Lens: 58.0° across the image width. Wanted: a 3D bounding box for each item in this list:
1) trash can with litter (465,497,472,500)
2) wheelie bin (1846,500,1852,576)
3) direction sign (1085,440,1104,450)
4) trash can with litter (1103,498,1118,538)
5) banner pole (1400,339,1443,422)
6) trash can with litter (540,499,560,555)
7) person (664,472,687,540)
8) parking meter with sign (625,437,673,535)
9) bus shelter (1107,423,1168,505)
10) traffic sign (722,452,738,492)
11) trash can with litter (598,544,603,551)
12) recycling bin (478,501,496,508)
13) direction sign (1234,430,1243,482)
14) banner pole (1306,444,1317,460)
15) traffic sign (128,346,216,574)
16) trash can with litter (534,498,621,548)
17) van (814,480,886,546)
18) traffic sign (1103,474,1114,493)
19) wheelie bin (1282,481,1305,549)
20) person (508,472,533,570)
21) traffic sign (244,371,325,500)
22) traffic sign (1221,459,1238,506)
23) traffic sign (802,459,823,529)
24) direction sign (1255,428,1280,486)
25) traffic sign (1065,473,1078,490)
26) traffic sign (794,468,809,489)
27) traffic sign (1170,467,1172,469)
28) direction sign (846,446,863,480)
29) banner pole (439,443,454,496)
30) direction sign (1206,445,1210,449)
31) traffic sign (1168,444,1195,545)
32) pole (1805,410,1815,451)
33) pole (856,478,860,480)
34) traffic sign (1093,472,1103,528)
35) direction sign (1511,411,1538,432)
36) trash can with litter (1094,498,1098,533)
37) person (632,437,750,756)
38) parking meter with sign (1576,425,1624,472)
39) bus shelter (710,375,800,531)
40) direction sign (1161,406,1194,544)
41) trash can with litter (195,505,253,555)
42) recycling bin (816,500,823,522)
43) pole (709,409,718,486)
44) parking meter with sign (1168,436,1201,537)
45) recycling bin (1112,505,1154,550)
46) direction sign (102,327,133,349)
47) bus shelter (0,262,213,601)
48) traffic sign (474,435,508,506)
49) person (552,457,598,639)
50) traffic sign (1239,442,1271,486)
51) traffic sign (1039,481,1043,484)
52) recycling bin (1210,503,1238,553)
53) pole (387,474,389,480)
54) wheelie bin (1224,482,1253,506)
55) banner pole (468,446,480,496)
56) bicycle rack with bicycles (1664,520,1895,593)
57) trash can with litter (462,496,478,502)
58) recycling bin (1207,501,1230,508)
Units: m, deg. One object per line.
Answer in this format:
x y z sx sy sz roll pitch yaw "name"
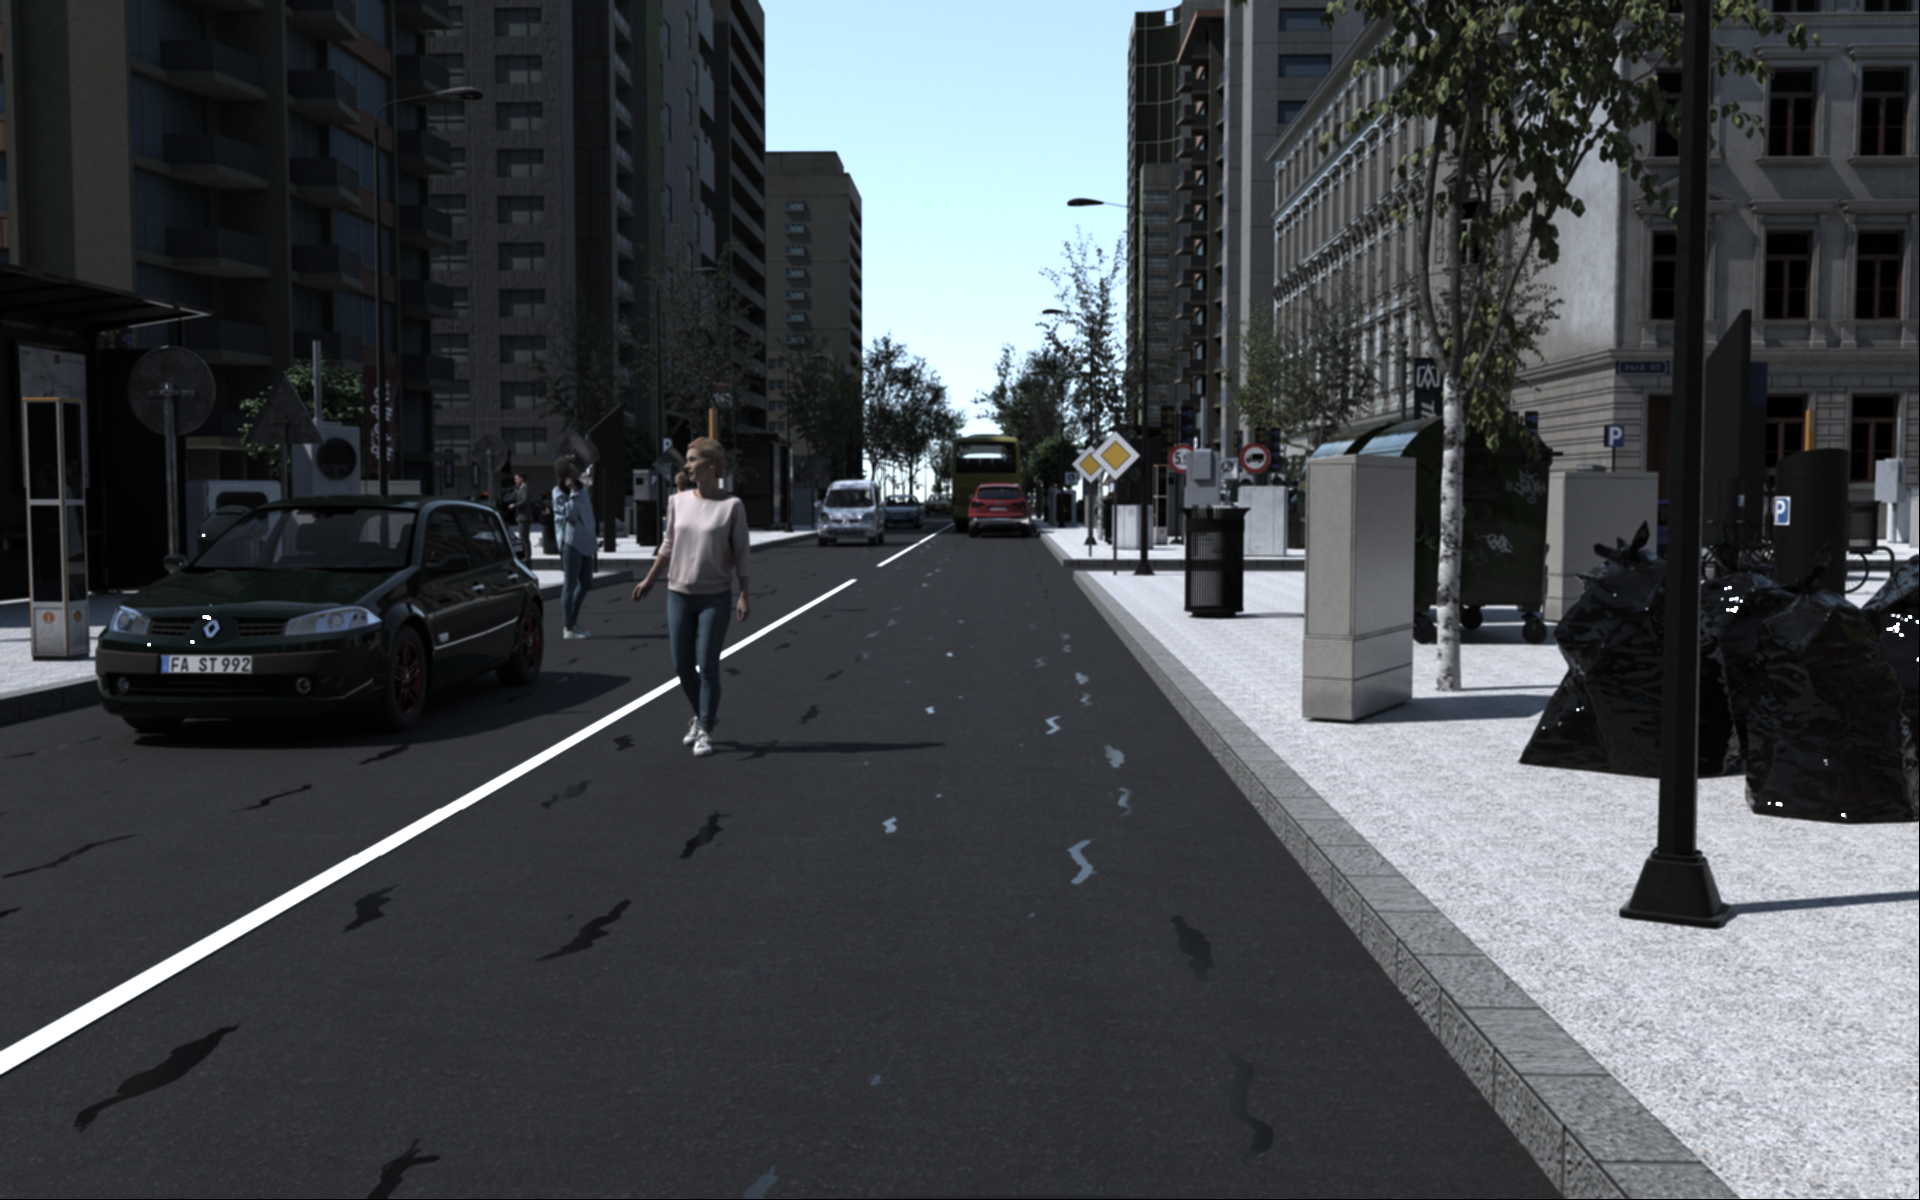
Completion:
-20.053 -3.687 71.663 0.624 1.170 1.055 3 4 37 "trash can with litter"
12.774 -1.090 25.722 0.693 1.594 0.980 0 4 6 "wheelie bin"
5.642 -4.943 72.810 0.876 3.537 0.379 -2 4 -24 "direction sign"
4.742 -2.403 50.671 1.055 1.170 0.624 2 4 24 "trash can with litter"
7.388 -2.322 27.983 0.863 3.779 0.401 0 4 3 "banner pole"
-8.380 -1.554 36.790 1.055 1.170 0.624 0 4 -1 "trash can with litter"
-3.735 -0.931 24.395 0.598 1.740 0.731 3 5 42 "person"
-9.772 -3.525 53.889 1.738 3.016 0.543 2 4 30 "parking meter with sign"
6.167 -4.213 60.169 1.731 3.624 6.357 0 4 1 "bus shelter"
-6.990 -3.144 51.508 0.768 2.556 0.104 0 4 3 "traffic sign"
-8.624 -1.688 38.989 0.624 1.170 1.055 3 5 41 "trash can with litter"
-18.077 -3.244 65.586 0.722 1.027 0.722 2 4 31 "recycling bin"
9.950 -4.281 61.985 0.379 3.537 0.876 -1 4 -9 "direction sign"
17.567 -5.906 86.588 0.401 3.779 0.863 -3 4 -37 "banner pole"
-6.798 -0.907 14.943 0.768 2.556 0.104 0 4 3 "traffic sign"
-9.457 -1.916 42.391 2.233 1.210 1.678 0 4 -7 "trash can with litter"
-3.066 -2.578 49.169 2.013 2.044 4.112 0 4 1 "van"
9.512 -6.768 110.655 0.884 2.594 0.081 0 4 7 "traffic sign"
7.868 -2.003 40.660 0.980 1.594 0.693 3 5 41 "wheelie bin"
-8.311 -1.497 32.778 0.447 1.846 0.655 -1 4 -12 "person"
-7.172 -1.124 18.384 0.884 2.594 0.081 0 4 4 "traffic sign"
7.545 -2.864 48.950 0.606 2.300 0.079 0 4 2 "traffic sign"
-5.417 -3.893 63.755 0.768 2.556 0.104 0 4 2 "traffic sign"
10.476 -4.102 59.057 0.876 3.537 0.379 -1 4 -9 "direction sign"
5.172 -4.792 80.484 0.606 2.300 0.079 0 4 4 "traffic sign"
-7.715 -5.159 84.460 0.768 2.556 0.104 0 4 7 "traffic sign"
8.571 -4.138 67.763 0.768 2.556 0.104 1 4 11 "traffic sign"
-4.984 -5.503 81.974 0.876 3.537 0.379 2 4 27 "direction sign"
-25.104 -5.784 84.578 0.863 3.779 0.401 -2 4 -33 "banner pole"
11.001 -5.333 79.194 0.876 3.537 0.379 0 4 -5 "direction sign"
5.644 -2.674 43.822 0.768 2.556 0.104 0 4 7 "traffic sign"
20.653 -2.954 42.147 0.158 3.312 0.155 0 3 0 "pole"
-6.355 -6.985 108.042 0.158 3.312 0.155 0 3 0 "pole"
5.042 -3.964 64.916 0.768 2.556 0.104 0 4 2 "traffic sign"
15.334 -3.388 47.386 0.876 3.537 0.379 0 4 3 "direction sign"
4.883 -2.725 55.933 1.055 1.170 0.624 -1 4 -9 "trash can with litter"
-1.477 -0.030 9.664 0.731 1.740 0.598 0 4 7 "person"
16.335 -2.969 44.808 0.543 3.016 1.738 -1 4 -19 "parking meter with sign"
-7.246 -5.094 60.911 2.179 5.291 8.768 0 4 2 "bus shelter"
5.581 -3.214 44.542 0.876 3.537 0.379 -1 4 -11 "direction sign"
-7.053 -0.318 16.579 0.624 1.170 1.055 0 4 0 "trash can with litter"
-6.807 -4.140 80.241 0.722 1.027 0.722 -1 4 -22 "recycling bin"
-5.885 -2.910 41.416 0.158 3.312 0.155 0 3 0 "pole"
6.334 -3.426 52.279 1.738 3.016 0.543 0 4 -6 "parking meter with sign"
4.006 -1.685 40.098 0.722 1.027 0.722 3 5 39 "recycling bin"
-11.106 -1.892 22.926 0.379 3.537 0.876 0 4 -3 "direction sign"
-10.507 -1.709 19.227 1.731 3.624 6.357 0 4 2 "bus shelter"
-10.096 -2.272 37.257 0.768 2.556 0.104 1 4 11 "traffic sign"
-3.835 -0.515 17.179 0.793 1.790 0.793 -1 4 -15 "person"
7.283 -2.614 42.843 0.768 2.556 0.104 0 4 2 "traffic sign"
4.734 -5.862 95.845 0.884 2.594 0.081 0 4 2 "traffic sign"
6.012 -1.542 37.764 0.722 1.027 0.722 -2 4 -24 "recycling bin"
-11.950 -2.579 36.007 0.158 3.312 0.155 0 3 0 "pole"
7.580 -2.365 46.578 0.980 1.594 0.693 1 4 16 "wheelie bin"
-25.315 -6.119 90.065 0.401 3.779 0.863 3 5 41 "banner pole"
10.771 -0.588 23.002 2.925 0.926 2.852 0 4 -4 "bicycle rack with bicycles"
-13.907 -2.415 50.536 2.233 1.210 1.678 -1 4 -21 "trash can with litter"
9.031 -2.934 60.522 0.722 1.027 0.722 2 4 33 "recycling bin"
